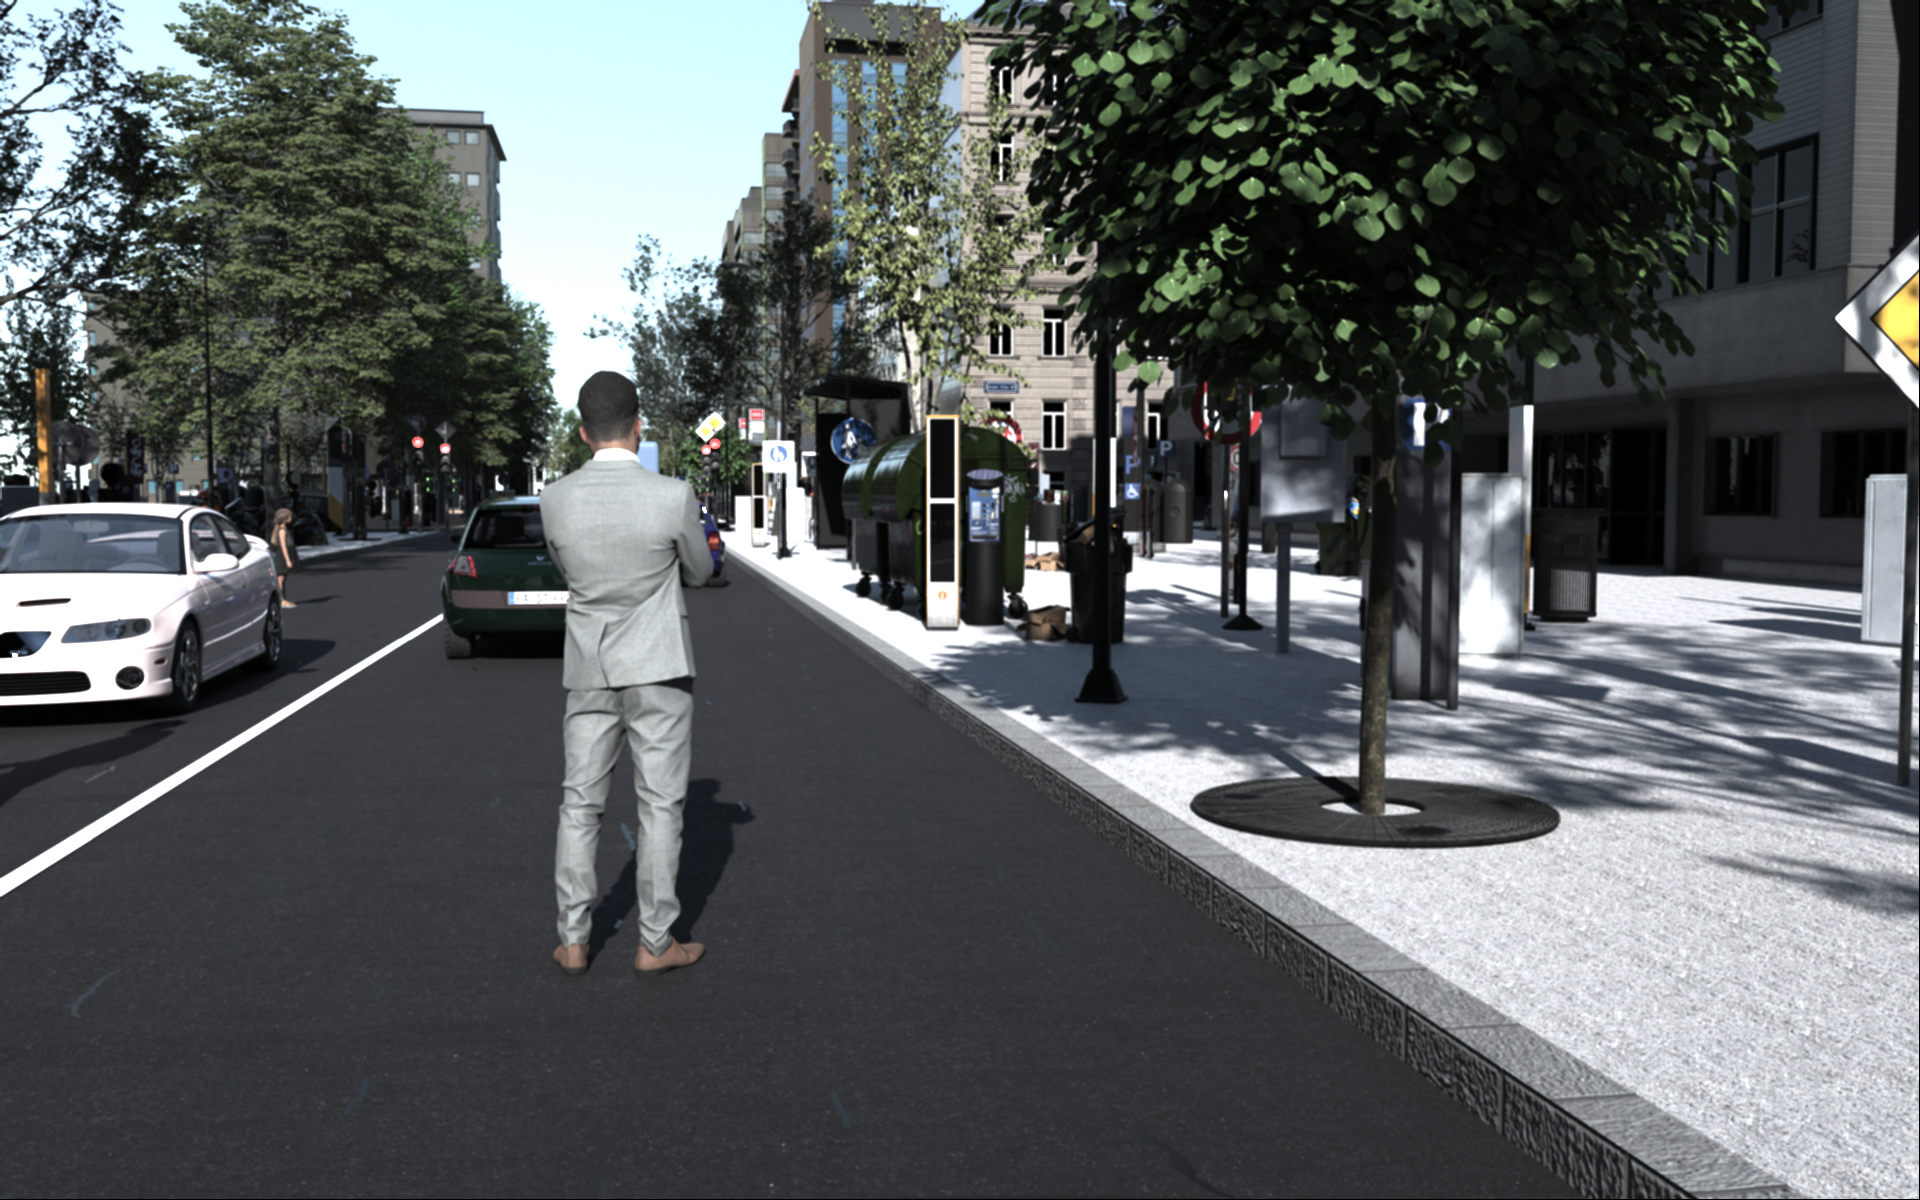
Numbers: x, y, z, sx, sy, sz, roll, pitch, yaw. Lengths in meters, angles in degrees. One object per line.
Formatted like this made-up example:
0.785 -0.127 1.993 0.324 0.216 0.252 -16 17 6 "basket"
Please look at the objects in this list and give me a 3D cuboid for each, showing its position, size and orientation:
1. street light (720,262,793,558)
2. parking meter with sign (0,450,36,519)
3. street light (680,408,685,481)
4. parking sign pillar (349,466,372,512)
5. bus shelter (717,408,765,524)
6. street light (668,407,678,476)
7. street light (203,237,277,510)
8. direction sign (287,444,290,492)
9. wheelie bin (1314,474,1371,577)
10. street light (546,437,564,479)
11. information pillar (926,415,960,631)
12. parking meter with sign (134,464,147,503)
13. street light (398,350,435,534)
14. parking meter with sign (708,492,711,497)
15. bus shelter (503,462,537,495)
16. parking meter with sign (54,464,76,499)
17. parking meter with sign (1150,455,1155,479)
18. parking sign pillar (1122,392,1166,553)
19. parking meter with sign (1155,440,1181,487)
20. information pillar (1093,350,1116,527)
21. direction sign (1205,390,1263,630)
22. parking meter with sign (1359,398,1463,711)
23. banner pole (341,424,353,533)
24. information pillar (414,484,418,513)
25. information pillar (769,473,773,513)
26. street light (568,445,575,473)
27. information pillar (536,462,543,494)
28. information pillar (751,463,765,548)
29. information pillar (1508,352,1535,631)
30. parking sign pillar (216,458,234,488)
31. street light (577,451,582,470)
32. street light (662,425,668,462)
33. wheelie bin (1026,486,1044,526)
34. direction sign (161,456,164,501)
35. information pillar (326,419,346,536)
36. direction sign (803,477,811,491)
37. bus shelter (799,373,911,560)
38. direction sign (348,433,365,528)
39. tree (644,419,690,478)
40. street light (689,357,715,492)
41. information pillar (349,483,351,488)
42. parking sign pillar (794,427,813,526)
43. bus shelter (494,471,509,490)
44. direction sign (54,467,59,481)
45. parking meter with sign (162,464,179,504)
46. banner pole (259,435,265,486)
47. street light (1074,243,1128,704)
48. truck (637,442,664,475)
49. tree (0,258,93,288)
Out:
-4.099 -3.811 34.855 1.470 5.913 1.316 -1 4 -10 "street light"
-37.617 -4.445 68.940 1.738 3.016 0.543 0 4 2 "parking meter with sign"
-10.151 -5.827 67.813 1.470 5.913 1.316 -1 4 -10 "street light"
-41.894 -8.128 121.372 1.447 3.967 1.447 2 4 33 "parking sign pillar"
-9.793 -6.190 78.831 2.179 5.291 8.768 -1 4 -10 "bus shelter"
-14.730 -7.349 92.695 1.470 5.913 1.316 -1 4 -10 "street light"
-13.042 -3.599 31.389 1.470 5.913 1.316 -1 4 -10 "street light"
-30.353 -5.282 78.357 0.379 3.537 0.876 -1 4 -15 "direction sign"
6.000 -1.183 27.246 0.693 1.594 0.980 -3 4 -36 "wheelie bin"
-32.897 -10.251 140.152 1.470 5.913 1.316 -1 4 -10 "street light"
-0.157 -0.723 16.311 0.304 2.012 0.304 0 4 3 "information pillar"
-47.936 -6.372 100.435 1.738 3.016 0.543 2 4 26 "parking meter with sign"
-17.427 -5.096 55.856 1.470 5.913 1.316 -1 4 -10 "street light"
-17.142 -7.381 116.939 1.738 3.016 0.543 3 5 42 "parking meter with sign"
-29.517 -8.415 115.221 2.179 5.291 8.768 -1 4 -10 "bus shelter"
-45.628 -5.636 88.406 0.543 3.016 1.738 -3 5 -43 "parking meter with sign"
9.498 -5.006 78.110 1.738 3.016 0.543 -1 4 -14 "parking meter with sign"
3.830 -3.040 38.172 1.447 3.967 1.447 0 4 8 "parking sign pillar"
6.920 -3.679 56.416 0.543 3.016 1.738 1 4 21 "parking meter with sign"
2.155 -2.103 25.743 0.183 3.616 0.504 -2 4 -30 "information pillar"
2.688 -1.491 16.370 0.876 3.537 0.379 -2 4 -29 "direction sign"
2.918 -0.903 11.020 0.543 3.016 1.738 0 4 0 "parking meter with sign"
-20.154 -4.087 56.838 0.401 3.779 0.863 0 4 -3 "banner pole"
-37.760 -7.098 120.542 0.304 2.012 0.304 -3 4 -38 "information pillar"
-12.630 -7.610 115.770 0.183 3.616 0.504 1 4 17 "information pillar"
-37.410 -11.738 164.461 1.470 5.913 1.316 -1 4 -10 "street light"
-30.436 -8.204 125.495 0.504 3.616 0.183 -1 4 -18 "information pillar"
-4.858 -2.273 41.658 0.304 2.012 0.304 -1 4 -14 "information pillar"
5.315 -1.532 16.408 0.183 3.616 0.504 0 4 1 "information pillar"
-54.851 -8.628 129.543 1.447 3.967 1.447 3 5 44 "parking sign pillar"
-41.895 -13.225 188.772 1.470 5.913 1.316 -1 4 -10 "street light"
-19.122 -8.813 116.625 1.470 5.913 1.316 -1 4 -10 "street light"
2.882 -3.777 69.659 0.980 1.594 0.693 1 4 9 "wheelie bin"
-47.701 -6.828 103.629 0.379 3.537 0.876 -2 4 -26 "direction sign"
-19.075 -3.764 52.892 0.183 3.616 0.504 2 4 35 "information pillar"
-11.543 -8.543 131.669 0.876 3.537 0.379 -3 4 -37 "direction sign"
-2.274 -2.795 36.974 1.731 3.624 6.357 -1 4 -10 "bus shelter"
-22.644 -4.444 64.651 0.876 3.537 0.379 0 4 0 "direction sign"
-25.232 -12.316 151.729 4.737 8.622 4.395 0 3 0 "tree"
-8.462 -5.275 58.790 1.470 5.913 1.316 -1 4 -10 "street light"
-38.857 -6.453 109.992 0.304 2.012 0.304 1 4 19 "information pillar"
-6.563 -4.894 68.496 1.447 3.967 1.447 0 4 -4 "parking sign pillar"
-33.803 -8.281 129.317 2.014 3.302 5.546 -1 4 -10 "bus shelter"
-55.746 -7.001 106.459 0.876 3.537 0.379 1 4 11 "direction sign"
-46.005 -6.395 100.820 0.543 3.016 1.738 0 4 -8 "parking meter with sign"
-26.056 -4.607 65.339 0.401 3.779 0.863 2 4 24 "banner pole"
0.345 -2.321 10.483 1.470 5.913 1.316 -1 4 -10 "street light"
-15.444 -5.696 82.886 2.967 4.110 18.799 -1 4 -11 "truck"
-28.071 -6.258 52.686 4.737 8.622 4.395 0 3 0 "tree"
